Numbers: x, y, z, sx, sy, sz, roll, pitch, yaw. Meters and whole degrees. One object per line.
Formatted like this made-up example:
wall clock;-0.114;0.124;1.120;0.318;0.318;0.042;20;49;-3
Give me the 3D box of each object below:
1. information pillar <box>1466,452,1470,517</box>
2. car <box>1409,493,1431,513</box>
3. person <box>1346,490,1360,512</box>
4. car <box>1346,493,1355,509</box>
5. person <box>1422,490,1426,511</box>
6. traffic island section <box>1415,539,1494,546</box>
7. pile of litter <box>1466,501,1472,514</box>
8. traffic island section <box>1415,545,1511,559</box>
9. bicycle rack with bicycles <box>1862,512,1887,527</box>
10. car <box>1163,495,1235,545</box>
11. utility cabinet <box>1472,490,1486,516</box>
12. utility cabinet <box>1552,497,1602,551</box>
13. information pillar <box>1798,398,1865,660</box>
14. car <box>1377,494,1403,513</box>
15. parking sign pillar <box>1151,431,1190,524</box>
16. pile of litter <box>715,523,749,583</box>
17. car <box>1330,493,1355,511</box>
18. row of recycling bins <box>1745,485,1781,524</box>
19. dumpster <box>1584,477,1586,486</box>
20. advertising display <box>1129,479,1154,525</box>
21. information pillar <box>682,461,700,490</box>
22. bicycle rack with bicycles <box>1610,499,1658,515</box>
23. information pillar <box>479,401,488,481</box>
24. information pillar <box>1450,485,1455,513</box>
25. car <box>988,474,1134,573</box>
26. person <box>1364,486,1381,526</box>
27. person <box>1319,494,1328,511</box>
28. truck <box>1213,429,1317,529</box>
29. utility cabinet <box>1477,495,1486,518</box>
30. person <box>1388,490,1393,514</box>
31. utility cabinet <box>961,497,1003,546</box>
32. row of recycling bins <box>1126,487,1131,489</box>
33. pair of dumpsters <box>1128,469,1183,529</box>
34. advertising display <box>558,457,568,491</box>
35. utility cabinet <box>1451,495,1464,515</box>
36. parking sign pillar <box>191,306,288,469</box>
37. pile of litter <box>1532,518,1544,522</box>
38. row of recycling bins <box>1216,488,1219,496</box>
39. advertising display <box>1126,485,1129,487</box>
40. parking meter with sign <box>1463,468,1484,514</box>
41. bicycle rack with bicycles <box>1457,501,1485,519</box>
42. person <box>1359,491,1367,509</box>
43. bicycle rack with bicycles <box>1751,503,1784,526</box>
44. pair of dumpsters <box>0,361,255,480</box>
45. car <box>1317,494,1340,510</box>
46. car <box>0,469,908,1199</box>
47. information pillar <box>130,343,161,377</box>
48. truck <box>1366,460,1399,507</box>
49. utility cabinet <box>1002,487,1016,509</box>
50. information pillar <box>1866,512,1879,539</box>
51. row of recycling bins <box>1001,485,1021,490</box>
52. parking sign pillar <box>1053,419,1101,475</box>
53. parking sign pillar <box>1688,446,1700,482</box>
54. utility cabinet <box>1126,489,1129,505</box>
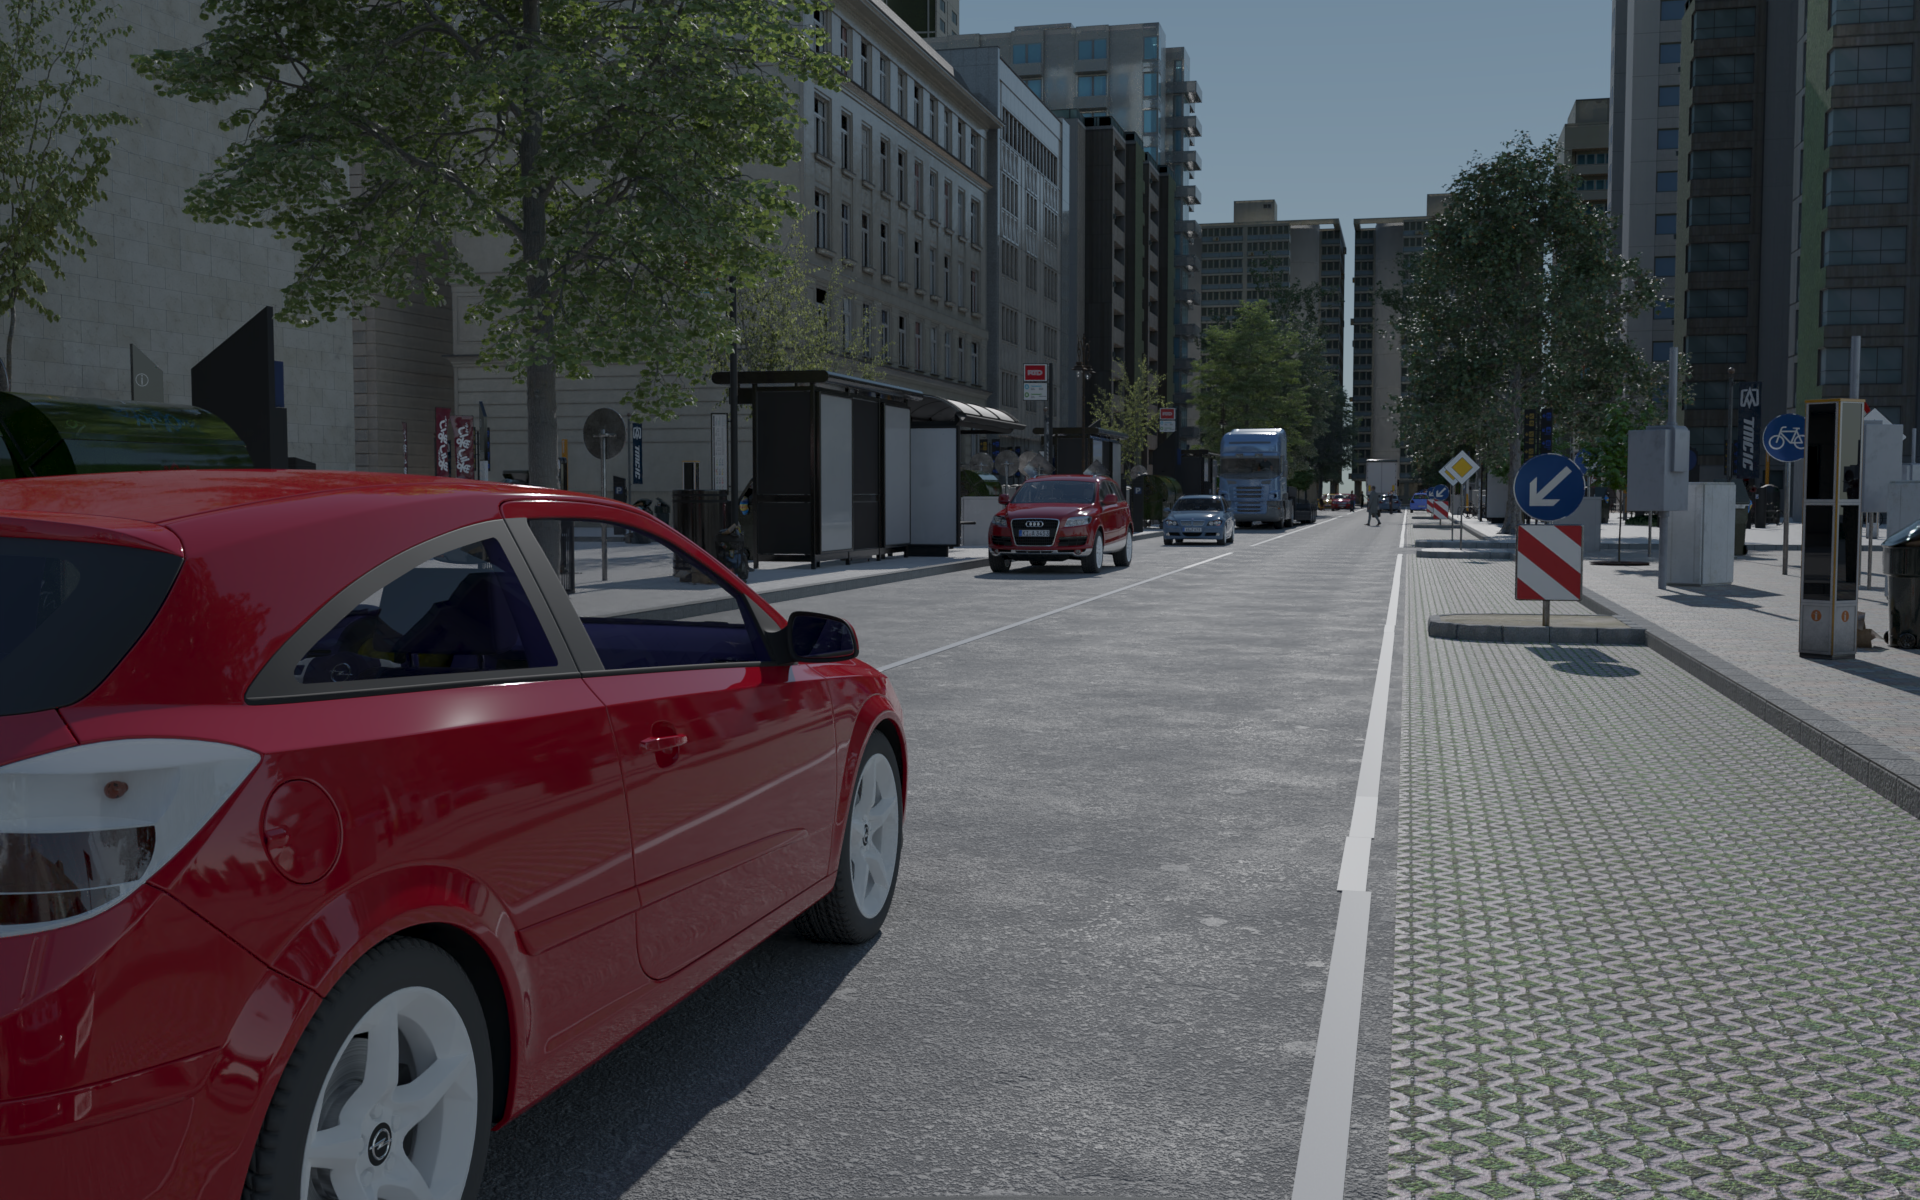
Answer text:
information pillar;27.954;-6.359;95.324;0.183;3.616;0.504;1;4;23
car;35.004;-7.445;131.319;1.945;1.707;3.694;1;4;15
person;31.146;-7.836;137.346;1.217;1.743;0.721;3;5;40
car;36.621;-9.484;164.651;1.945;1.707;3.694;1;4;16
person;38.944;-8.302;144.760;0.750;1.759;0.617;0;4;5
traffic island section;13.464;-1.530;47.303;2.009;0.180;2.903;1;4;14
pile of litter;35.201;-6.287;116.760;1.719;0.858;1.176;-3;5;-39
traffic island section;11.462;-1.058;39.572;2.009;0.180;2.903;1;4;14
bicycle rack with bicycles;34.776;-3.321;67.687;2.925;0.926;2.852;-2;4;-27
car;6.945;-2.327;50.054;2.014;1.417;4.499;1;4;14
utility cabinet;29.580;-5.482;98.303;1.173;1.500;0.318;-2;4;-32
utility cabinet;13.898;-1.706;39.054;1.020;1.237;0.306;1;4;13
information pillar;6.791;-0.551;13.503;0.304;2.012;0.304;-2;4;-28
car;33.029;-7.415;133.240;2.014;1.417;4.499;1;4;15
parking sign pillar;8.863;-5.243;74.202;1.447;3.967;1.447;-3;5;-41
pile of litter;-3.592;-0.684;25.146;1.176;0.858;1.719;1;4;12
car;32.321;-8.396;146.314;2.155;1.783;4.494;1;4;14
row of recycling bins;33.912;-4.176;75.390;3.534;1.692;1.069;0;4;-7
dumpster;23.663;-3.999;67.872;1.502;2.255;1.985;1;4;15
advertising display;7.642;-4.099;72.226;0.974;1.923;0.123;0;4;-8
information pillar;-5.948;-2.072;38.371;0.304;2.012;0.304;1;4;12
bicycle rack with bicycles;44.222;-6.185;114.508;2.852;0.926;2.925;0;4;0
information pillar;-11.955;-3.189;43.491;0.183;3.616;0.504;-2;4;-29
information pillar;33.020;-6.824;116.058;0.304;2.012;0.304;1;4;20
car;2.000;-1.495;33.113;2.281;1.827;5.304;1;4;15
person;18.682;-4.268;78.384;0.767;1.812;0.694;3;5;44
person;30.714;-8.226;146.185;0.799;1.438;0.628;1;4;21
truck;13.927;-5.349;77.214;2.967;4.110;18.799;1;4;16
utility cabinet;28.537;-5.048;93.691;1.020;1.237;0.306;0;4;6
person;30.609;-6.977;123.383;0.445;1.727;0.742;-2;4;-28
utility cabinet;0.551;-1.955;43.131;1.020;1.237;0.306;-1;4;-11
row of recycling bins;9.712;-5.589;98.498;1.069;1.692;3.534;3;4;38
pair of dumpsters;7.307;-3.812;64.825;1.574;2.255;4.437;1;4;15
advertising display;-7.185;-1.552;30.586;0.123;1.923;0.974;-3;4;-37
utility cabinet;30.727;-5.859;106.948;0.306;1.237;1.020;-1;4;-16
parking sign pillar;-10.477;-2.247;25.217;1.447;3.967;1.447;1;4;14
pile of litter;29.113;-4.429;86.379;1.176;0.858;1.719;1;4;15
row of recycling bins;16.830;-6.038;105.837;1.069;1.692;3.534;-2;4;-30
advertising display;11.841;-7.274;124.136;0.974;1.923;0.123;2;4;28
parking meter with sign;33.399;-7.181;113.676;1.738;3.016;0.543;0;4;-6
bicycle rack with bicycles;27.278;-4.694;90.132;2.925;0.926;2.852;0;4;-1
person;39.410;-9.793;169.336;1.217;1.735;0.721;-3;5;-41
bicycle rack with bicycles;32.167;-3.495;70.517;2.925;0.926;2.852;0;4;-5
pair of dumpsters;-6.689;-0.551;11.510;1.574;2.255;4.437;1;4;14
car;32.505;-8.702;152.503;2.015;1.641;3.980;1;4;16
car;-1.437;0.278;4.496;2.155;1.783;4.494;1;4;14
information pillar;-12.724;-2.189;27.150;0.183;3.616;0.504;3;5;39
truck;35.688;-9.637;146.483;2.839;4.237;11.283;1;4;14
utility cabinet;1.291;-2.998;57.702;1.173;1.500;0.318;-2;4;-31
information pillar;26.151;-2.759;49.594;0.304;2.012;0.304;2;4;35
row of recycling bins;2.515;-4.210;75.949;1.069;1.692;3.534;-1;4;-20
parking sign pillar;4.354;-4.493;61.932;1.447;3.967;1.447;-1;4;-19
parking sign pillar;30.826;-5.226;73.915;1.447;3.967;1.447;0;4;4
utility cabinet;10.541;-6.109;108.554;0.318;1.500;1.173;2;4;34
